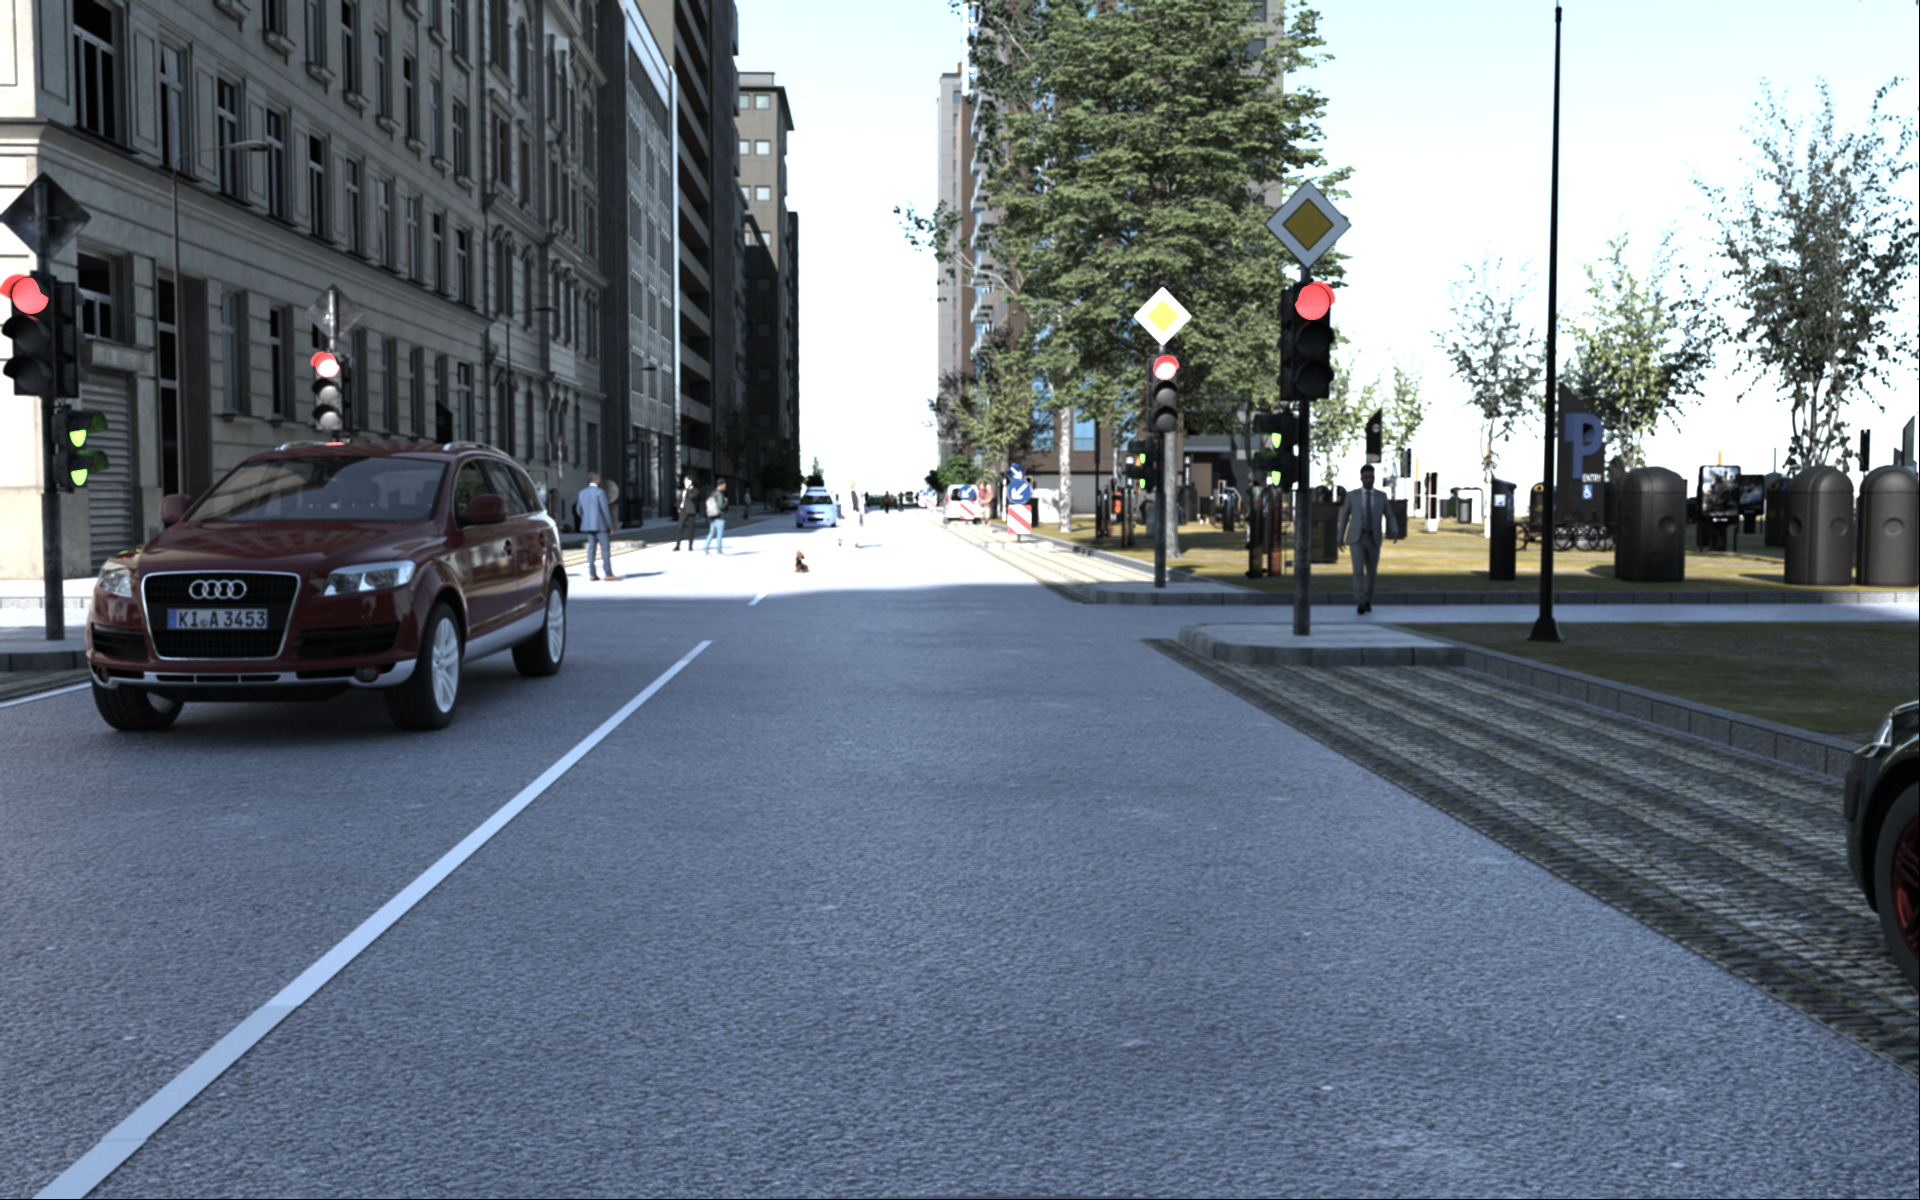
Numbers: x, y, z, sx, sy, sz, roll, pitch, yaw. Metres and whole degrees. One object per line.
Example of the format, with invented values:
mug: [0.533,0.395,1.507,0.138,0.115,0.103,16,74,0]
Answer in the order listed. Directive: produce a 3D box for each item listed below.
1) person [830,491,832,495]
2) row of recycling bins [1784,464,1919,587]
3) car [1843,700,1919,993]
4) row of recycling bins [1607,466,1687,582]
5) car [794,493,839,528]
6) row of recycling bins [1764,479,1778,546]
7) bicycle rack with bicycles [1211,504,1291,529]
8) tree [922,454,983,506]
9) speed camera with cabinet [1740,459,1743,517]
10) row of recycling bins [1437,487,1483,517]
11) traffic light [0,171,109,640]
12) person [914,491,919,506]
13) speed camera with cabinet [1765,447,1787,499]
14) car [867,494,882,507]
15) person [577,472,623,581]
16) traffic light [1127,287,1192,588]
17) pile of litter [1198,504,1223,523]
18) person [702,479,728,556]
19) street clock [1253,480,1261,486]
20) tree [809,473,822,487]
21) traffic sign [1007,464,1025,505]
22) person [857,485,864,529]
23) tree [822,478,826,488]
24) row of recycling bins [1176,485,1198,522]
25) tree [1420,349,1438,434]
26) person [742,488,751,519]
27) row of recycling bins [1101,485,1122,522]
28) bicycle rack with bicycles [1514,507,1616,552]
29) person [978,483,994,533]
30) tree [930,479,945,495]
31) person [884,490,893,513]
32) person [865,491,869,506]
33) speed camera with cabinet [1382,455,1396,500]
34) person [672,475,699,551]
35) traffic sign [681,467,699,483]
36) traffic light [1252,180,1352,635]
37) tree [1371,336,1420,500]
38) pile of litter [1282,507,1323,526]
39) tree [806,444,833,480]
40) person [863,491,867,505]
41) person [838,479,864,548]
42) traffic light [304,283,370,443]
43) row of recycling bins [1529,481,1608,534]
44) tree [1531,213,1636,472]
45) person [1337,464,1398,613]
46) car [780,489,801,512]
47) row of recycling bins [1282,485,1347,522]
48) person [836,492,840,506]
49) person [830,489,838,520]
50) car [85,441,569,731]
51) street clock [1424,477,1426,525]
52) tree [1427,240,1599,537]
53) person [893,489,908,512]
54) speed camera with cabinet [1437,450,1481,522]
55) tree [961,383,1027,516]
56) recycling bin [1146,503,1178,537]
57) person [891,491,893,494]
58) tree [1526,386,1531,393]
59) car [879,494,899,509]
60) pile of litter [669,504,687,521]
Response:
person: [-14.470,-11.358,194.290,0.705,1.812,1.348,1,4,14]
row of recycling bins: [13.451,-1.041,24.128,3.534,1.692,1.069,1,4,11]
car: [3.602,0.377,3.618,2.009,1.686,4.222,0,4,-2]
row of recycling bins: [10.657,-1.200,26.740,1.069,1.692,3.534,1,4,22]
car: [-6.196,-3.990,74.833,1.945,1.707,3.694,0,4,-4]
row of recycling bins: [20.098,-2.095,41.366,1.069,1.692,3.534,1,4,12]
bicycle rack with bicycles: [11.001,-3.171,65.230,2.925,0.926,2.852,1,4,12]
tree: [0.039,-8.784,127.325,4.285,4.588,4.351,0,3,0]
speed camera with cabinet: [44.417,-6.356,98.248,0.660,3.252,2.038,2,4,28]
row of recycling bins: [28.370,-5.558,97.985,3.534,1.692,1.069,-3,4,-36]
traffic light: [-7.955,-1.604,15.144,0.839,4.253,0.868,0,4,-3]
person: [-5.098,-11.896,202.863,0.599,1.838,0.709,3,5,39]
speed camera with cabinet: [34.737,-4.764,72.220,2.038,3.252,0.660,3,5,45]
car: [-9.249,-11.121,190.625,1.959,1.807,4.718,0,4,-4]
person: [-5.987,-1.218,28.595,0.721,1.800,0.419,1,4,20]
traffic light: [2.726,-2.124,23.643,0.839,4.253,0.868,0,4,-3]
pile of litter: [11.390,-3.855,76.997,1.719,0.858,1.176,0,4,-4]
person: [-5.569,-1.893,39.803,0.623,1.781,0.721,3,5,44]
street clock: [15.442,-5.258,90.542,0.471,2.002,0.358,3,5,41]
tree: [-17.984,-12.377,186.076,4.285,4.588,4.351,0,3,0]
traffic sign: [2.355,-4.429,72.512,0.768,2.556,0.104,0,4,1]
person: [-4.248,-3.882,72.148,0.526,1.800,0.537,1,4,21]
tree: [-20.815,-16.182,248.295,4.285,4.588,4.351,0,3,0]
row of recycling bins: [10.376,-4.605,82.399,1.069,1.692,3.534,-1,4,-11]
tree: [20.561,-8.022,81.519,4.737,8.622,4.395,0,3,0]
person: [-11.966,-5.387,97.070,0.515,1.767,0.782,0,4,-3]
row of recycling bins: [6.985,-4.462,80.068,1.069,1.692,3.534,1,4,9]
bicycle rack with bicycles: [14.043,-1.574,39.113,2.925,0.926,2.852,3,4,36]
person: [0.922,-3.391,63.911,0.580,1.828,0.573,-1,4,-15]
tree: [-2.092,-11.681,185.585,1.663,3.219,1.824,0,3,0]
person: [-5.341,-7.309,128.721,0.721,1.735,1.217,-2,4,-30]
person: [-10.755,-11.837,202.172,0.705,1.807,1.348,-2,4,-30]
speed camera with cabinet: [21.933,-5.800,89.170,0.660,3.252,2.038,0,4,1]
person: [-6.906,-2.191,43.691,0.648,1.900,0.474,1,4,16]
traffic sign: [-12.950,-5.083,83.105,0.884,2.594,0.081,0,4,-1]
traffic light: [3.094,-1.636,15.667,0.839,4.253,0.868,0,4,-3]
tree: [16.195,-7.546,73.736,4.737,8.622,4.395,0,3,0]
pile of litter: [13.901,-3.441,70.223,1.176,0.858,1.719,-2,4,-31]
tree: [-21.270,-18.784,257.476,4.360,8.622,3.978,0,3,0]
person: [-12.096,-13.115,222.915,1.348,1.826,0.705,-2,4,-34]
person: [-2.888,-2.289,45.803,0.818,1.842,0.514,3,5,41]
traffic light: [-8.322,-2.092,23.121,0.839,4.253,0.868,0,4,-3]
row of recycling bins: [20.135,-3.040,56.817,1.069,1.692,3.534,-2,4,-27]
tree: [18.086,-5.858,46.137,4.737,8.622,4.395,0,3,0]
person: [4.904,-0.740,20.878,0.678,1.792,0.850,0,4,5]
car: [-13.371,-7.876,137.569,1.959,1.807,4.718,0,4,-2]
row of recycling bins: [16.119,-4.424,79.449,3.534,1.692,1.069,3,4,39]
person: [-14.886,-12.397,211.993,0.742,1.727,0.445,1,4,23]
person: [-6.952,-5.210,94.693,0.512,1.701,0.522,-1,4,-22]
car: [-4.169,-0.215,12.194,2.281,1.827,5.304,0,4,-1]
street clock: [19.498,-4.137,72.206,0.358,2.002,0.471,0,4,-1]
tree: [15.891,-6.166,51.170,4.360,8.622,3.978,0,3,0]
person: [-4.715,-7.919,138.003,1.348,1.821,0.705,2,4,26]
speed camera with cabinet: [22.559,-5.153,78.580,2.038,3.252,0.660,0,4,6]
tree: [2.056,-9.325,102.829,4.360,8.622,3.978,0,3,0]
recycling bin: [5.994,-2.376,51.398,0.722,1.027,0.722,3,4,36]
person: [-9.463,-14.255,241.576,0.705,1.824,1.348,-1,4,-20]
tree: [25.922,-7.443,72.062,4.737,8.622,4.395,0,3,0]
car: [-6.901,-9.676,168.418,2.015,1.641,3.980,0,4,-3]
pile of litter: [-13.177,-4.158,81.954,1.176,0.858,1.719,-1,4,-12]
